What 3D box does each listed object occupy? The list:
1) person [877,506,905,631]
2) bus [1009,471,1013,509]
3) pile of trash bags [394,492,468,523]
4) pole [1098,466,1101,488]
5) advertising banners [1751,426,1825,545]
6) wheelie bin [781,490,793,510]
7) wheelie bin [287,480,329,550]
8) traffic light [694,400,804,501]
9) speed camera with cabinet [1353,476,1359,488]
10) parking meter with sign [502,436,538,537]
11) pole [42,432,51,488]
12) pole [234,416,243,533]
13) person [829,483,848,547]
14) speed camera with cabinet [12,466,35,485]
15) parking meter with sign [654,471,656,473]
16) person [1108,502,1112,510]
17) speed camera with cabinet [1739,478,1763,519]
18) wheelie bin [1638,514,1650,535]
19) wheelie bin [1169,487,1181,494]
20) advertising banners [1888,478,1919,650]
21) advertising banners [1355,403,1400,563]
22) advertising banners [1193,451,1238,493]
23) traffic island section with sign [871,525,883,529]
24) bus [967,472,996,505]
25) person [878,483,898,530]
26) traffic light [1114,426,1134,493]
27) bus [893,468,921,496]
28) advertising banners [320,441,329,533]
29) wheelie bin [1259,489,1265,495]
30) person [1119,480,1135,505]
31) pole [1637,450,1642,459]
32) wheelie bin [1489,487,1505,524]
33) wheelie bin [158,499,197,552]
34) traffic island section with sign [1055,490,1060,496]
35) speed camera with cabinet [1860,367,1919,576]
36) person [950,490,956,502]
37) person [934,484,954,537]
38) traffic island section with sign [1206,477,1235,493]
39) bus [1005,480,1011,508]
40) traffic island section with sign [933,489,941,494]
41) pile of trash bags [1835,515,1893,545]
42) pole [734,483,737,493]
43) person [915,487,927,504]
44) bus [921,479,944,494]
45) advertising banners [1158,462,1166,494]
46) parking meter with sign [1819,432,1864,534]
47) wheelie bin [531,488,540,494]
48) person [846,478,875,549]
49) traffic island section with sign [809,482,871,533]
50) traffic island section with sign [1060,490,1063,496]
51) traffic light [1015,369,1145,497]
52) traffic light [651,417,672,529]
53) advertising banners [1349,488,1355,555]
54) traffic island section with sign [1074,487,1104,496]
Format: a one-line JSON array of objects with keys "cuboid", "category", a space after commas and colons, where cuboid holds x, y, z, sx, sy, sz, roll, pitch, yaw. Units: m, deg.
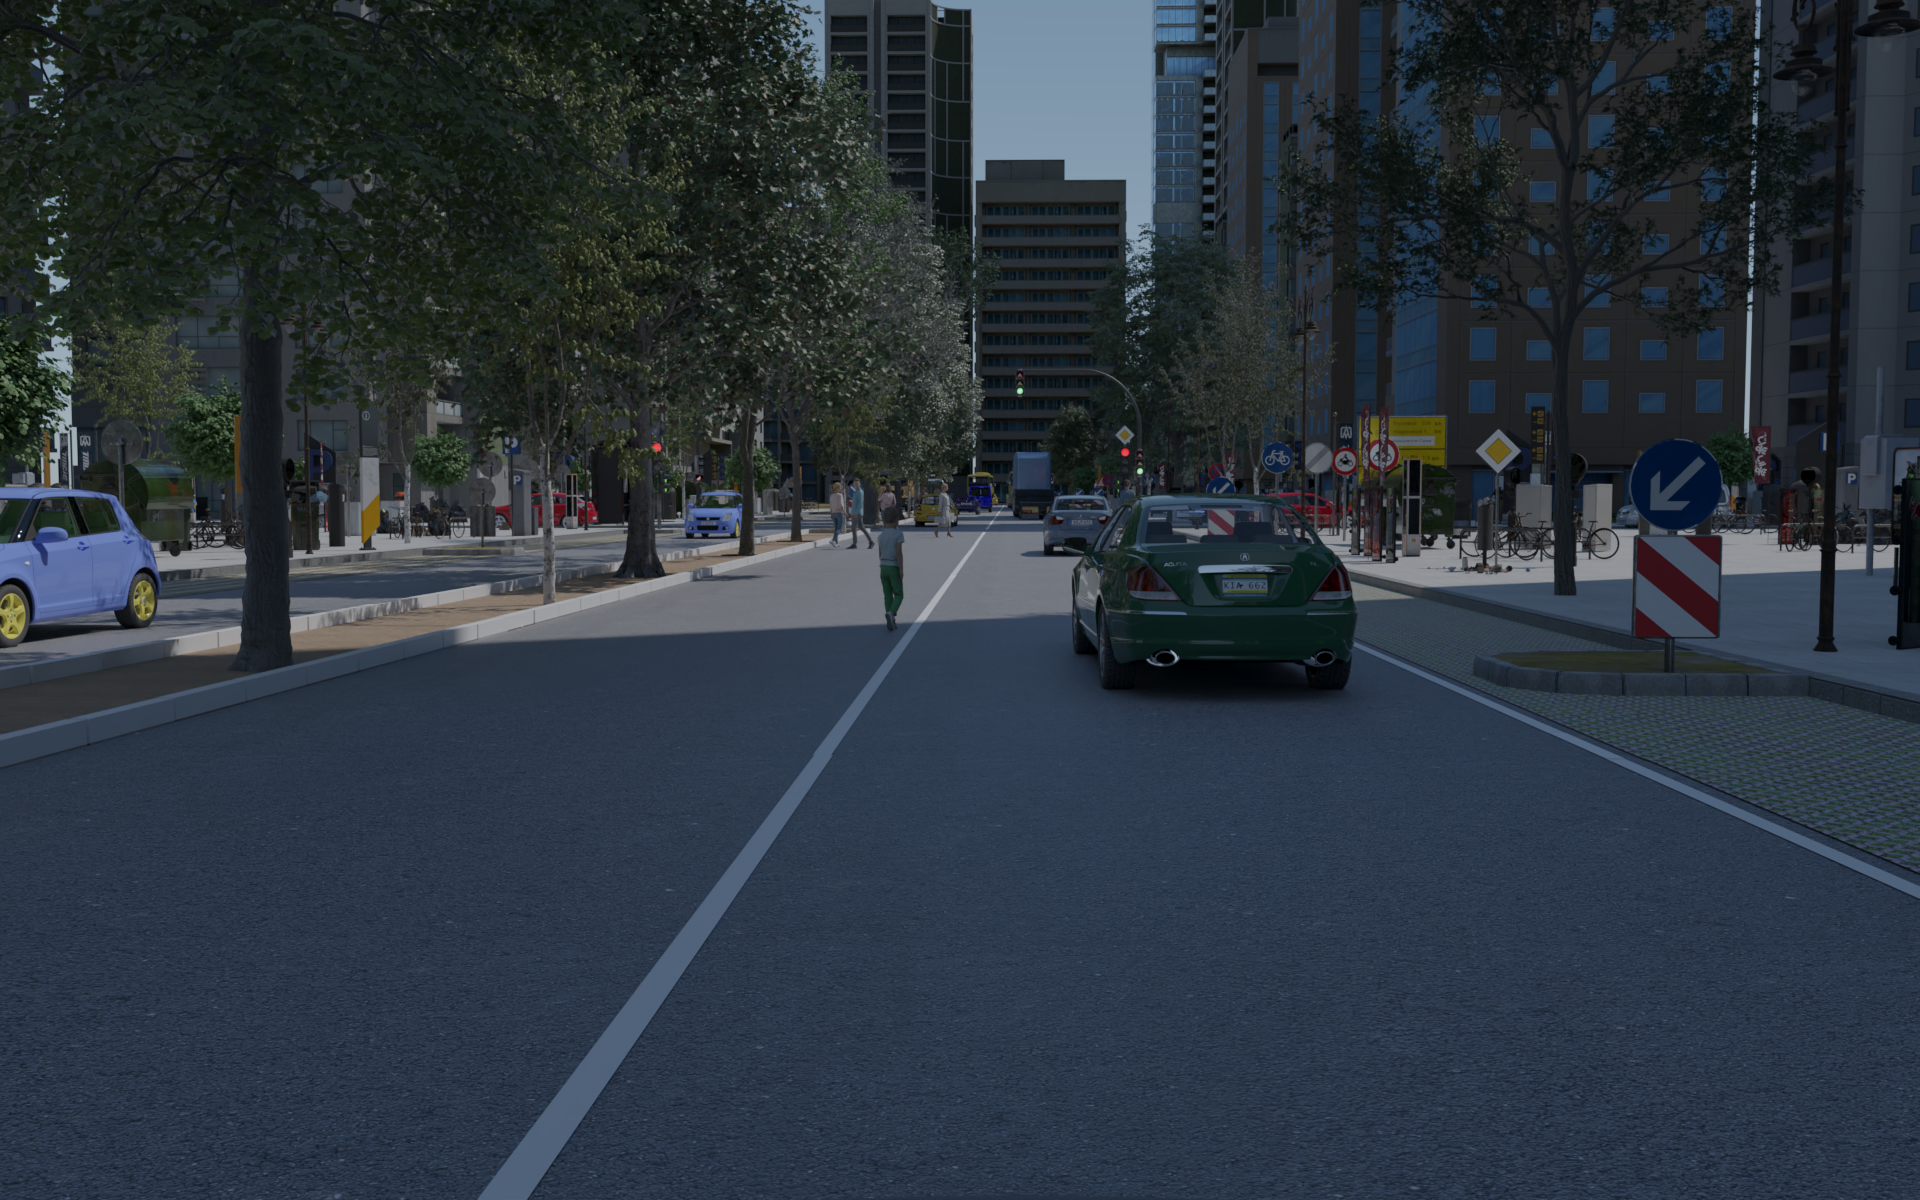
[{"cuboid": [-0.726, -0.330, 18.148, 0.306, 1.304, 0.590, 1, 4, 9], "category": "person"}, {"cuboid": [6.062, -10.652, 165.705, 2.896, 3.916, 12.252, 0, 4, 3], "category": "bus"}, {"cuboid": [-23.620, -4.099, 76.766, 1.912, 1.369, 3.447, 2, 4, 31], "category": "pile of trash bags"}, {"cuboid": [10.089, -8.047, 125.405, 0.158, 3.312, 0.155, 0, 3, 0], "category": "pole"}, {"cuboid": [21.114, -2.926, 44.035, 0.090, 3.025, 2.074, -3, 5, -43], "category": "advertising banners"}, {"cuboid": [-13.653, -7.875, 136.666, 0.980, 1.594, 0.693, -1, 4, -19], "category": "wheelie bin"}, {"cuboid": [-14.960, -1.941, 39.637, 0.980, 1.594, 0.693, -1, 4, -23], "category": "wheelie bin"}, {"cuboid": [-8.684, -5.918, 71.433, 4.771, 5.953, 1.251, 0, 4, 2], "category": "traffic light"}, {"cuboid": [19.361, -5.295, 80.902, 0.660, 3.252, 2.038, -3, 5, -41], "category": "speed camera with cabinet"}, {"cuboid": [-13.406, -3.470, 52.992, 0.543, 3.016, 1.738, 0, 4, 6], "category": "parking meter with sign"}, {"cuboid": [-29.934, -3.851, 56.803, 0.158, 3.312, 0.155, 0, 3, 0], "category": "pole"}, {"cuboid": [-18.893, -3.152, 45.381, 0.158, 3.312, 0.155, 0, 3, 0], "category": "pole"}, {"cuboid": [-3.307, -2.285, 46.529, 0.731, 1.740, 0.598, 2, 4, 33], "category": "person"}, {"cuboid": [-39.629, -4.886, 74.218, 0.660, 3.252, 2.038, 1, 4, 11], "category": "speed camera with cabinet"}, {"cuboid": [-26.267, -9.154, 145.930, 0.543, 3.016, 1.738, 0, 4, 4], "category": "parking meter with sign"}, {"cuboid": [4.246, -2.262, 50.504, 0.505, 1.210, 0.382, 1, 4, 21], "category": "person"}, {"cuboid": [41.427, -5.854, 90.056, 0.660, 3.252, 2.038, -1, 4, -14], "category": "speed camera with cabinet"}, {"cuboid": [20.775, -2.711, 52.239, 0.693, 1.594, 0.980, 2, 4, 30], "category": "wheelie bin"}, {"cuboid": [9.936, -4.414, 80.084, 0.980, 1.594, 0.693, 0, 4, -6], "category": "wheelie bin"}, {"cuboid": [8.511, -1.132, 14.700, 2.074, 3.025, 0.090, -2, 4, -34], "category": "advertising banners"}, {"cuboid": [7.961, -2.248, 32.936, 0.090, 3.025, 2.074, 0, 4, -6], "category": "advertising banners"}, {"cuboid": [10.312, -4.533, 70.300, 2.074, 3.025, 0.090, 2, 4, 33], "category": "advertising banners"}, {"cuboid": [-4.221, -3.848, 71.054, 2.006, 1.907, 1.989, 0, 4, 2], "category": "traffic island section with sign"}, {"cuboid": [2.379, -12.518, 196.220, 2.896, 3.916, 12.252, 0, 4, 3], "category": "bus"}, {"cuboid": [-2.104, -2.640, 52.249, 0.593, 1.750, 0.643, -3, 5, -39], "category": "person"}, {"cuboid": [6.726, -5.017, 70.950, 0.839, 4.253, 0.868, 0, 4, 2], "category": "traffic light"}, {"cuboid": [-5.193, -10.148, 157.468, 2.896, 3.916, 12.252, 0, 4, 3], "category": "bus"}, {"cuboid": [-21.287, -3.787, 58.101, 0.090, 3.025, 2.074, -1, 4, -12], "category": "advertising banners"}, {"cuboid": [20.393, -6.555, 115.081, 0.693, 1.594, 0.980, -3, 4, -37], "category": "wheelie bin"}, {"cuboid": [4.565, -2.365, 47.184, 0.581, 1.822, 0.654, -1, 4, -9], "category": "person"}, {"cuboid": [31.660, -5.318, 80.798, 0.158, 3.312, 0.155, 0, 3, 0], "category": "pole"}, {"cuboid": [22.868, -4.012, 73.497, 0.693, 1.594, 0.980, 2, 4, 32], "category": "wheelie bin"}, {"cuboid": [-17.688, -1.894, 38.872, 0.980, 1.594, 0.693, -3, 4, -38], "category": "wheelie bin"}, {"cuboid": [10.668, -11.707, 200.036, 1.989, 1.847, 2.006, 0, 4, 2], "category": "traffic island section with sign"}, {"cuboid": [14.562, -1.958, 26.347, 0.660, 3.252, 2.038, 0, 4, -5], "category": "speed camera with cabinet"}, {"cuboid": [-0.713, -9.704, 167.238, 0.705, 1.814, 1.350, 1, 4, 18], "category": "person"}, {"cuboid": [-0.535, -2.966, 57.342, 0.624, 1.780, 0.694, 2, 4, 34], "category": "person"}, {"cuboid": [5.838, -1.924, 40.084, 1.989, 1.847, 2.006, 0, 4, 2], "category": "traffic island section with sign"}, {"cuboid": [6.240, -11.395, 181.165, 2.948, 3.499, 13.247, 0, 4, 0], "category": "bus"}, {"cuboid": [-1.961, -8.442, 146.158, 2.006, 1.907, 1.989, 0, 4, 2], "category": "traffic island section with sign"}, {"cuboid": [24.258, -2.134, 44.644, 3.447, 1.369, 1.912, -1, 4, -15], "category": "pile of trash bags"}, {"cuboid": [-14.936, -7.433, 115.378, 0.158, 3.312, 0.155, 0, 3, 0], "category": "pole"}, {"cuboid": [-1.890, -4.691, 85.559, 0.716, 1.782, 0.532, 0, 4, 1], "category": "person"}, {"cuboid": [-3.205, -12.995, 207.333, 2.948, 3.499, 13.247, 0, 4, 0], "category": "bus"}, {"cuboid": [11.733, -6.042, 94.979, 2.074, 3.025, 0.090, -1, 4, -21], "category": "advertising banners"}, {"cuboid": [24.476, -3.161, 47.948, 0.543, 3.016, 1.738, 0, 4, -3], "category": "parking meter with sign"}, {"cuboid": [-20.884, -4.695, 84.676, 0.693, 1.594, 0.980, -2, 4, -27], "category": "wheelie bin"}, {"cuboid": [-2.597, -2.245, 45.073, 0.748, 1.841, 0.638, 0, 4, 3], "category": "person"}, {"cuboid": [-4.454, -3.395, 63.650, 2.006, 1.907, 1.989, 0, 4, 2], "category": "traffic island section with sign"}, {"cuboid": [8.374, -7.063, 124.100, 1.989, 1.847, 2.006, 0, 4, 2], "category": "traffic island section with sign"}, {"cuboid": [4.391, -5.396, 62.890, 4.771, 5.953, 1.251, 0, 4, 2], "category": "traffic light"}, {"cuboid": [-11.019, -4.560, 63.479, 0.839, 4.253, 0.868, 0, 4, 2], "category": "traffic light"}, {"cuboid": [8.412, -2.411, 35.614, 0.090, 3.025, 2.074, 0, 4, -7], "category": "advertising banners"}, {"cuboid": [7.546, -5.380, 96.594, 1.989, 1.847, 2.006, 0, 4, 2], "category": "traffic island section with sign"}]
